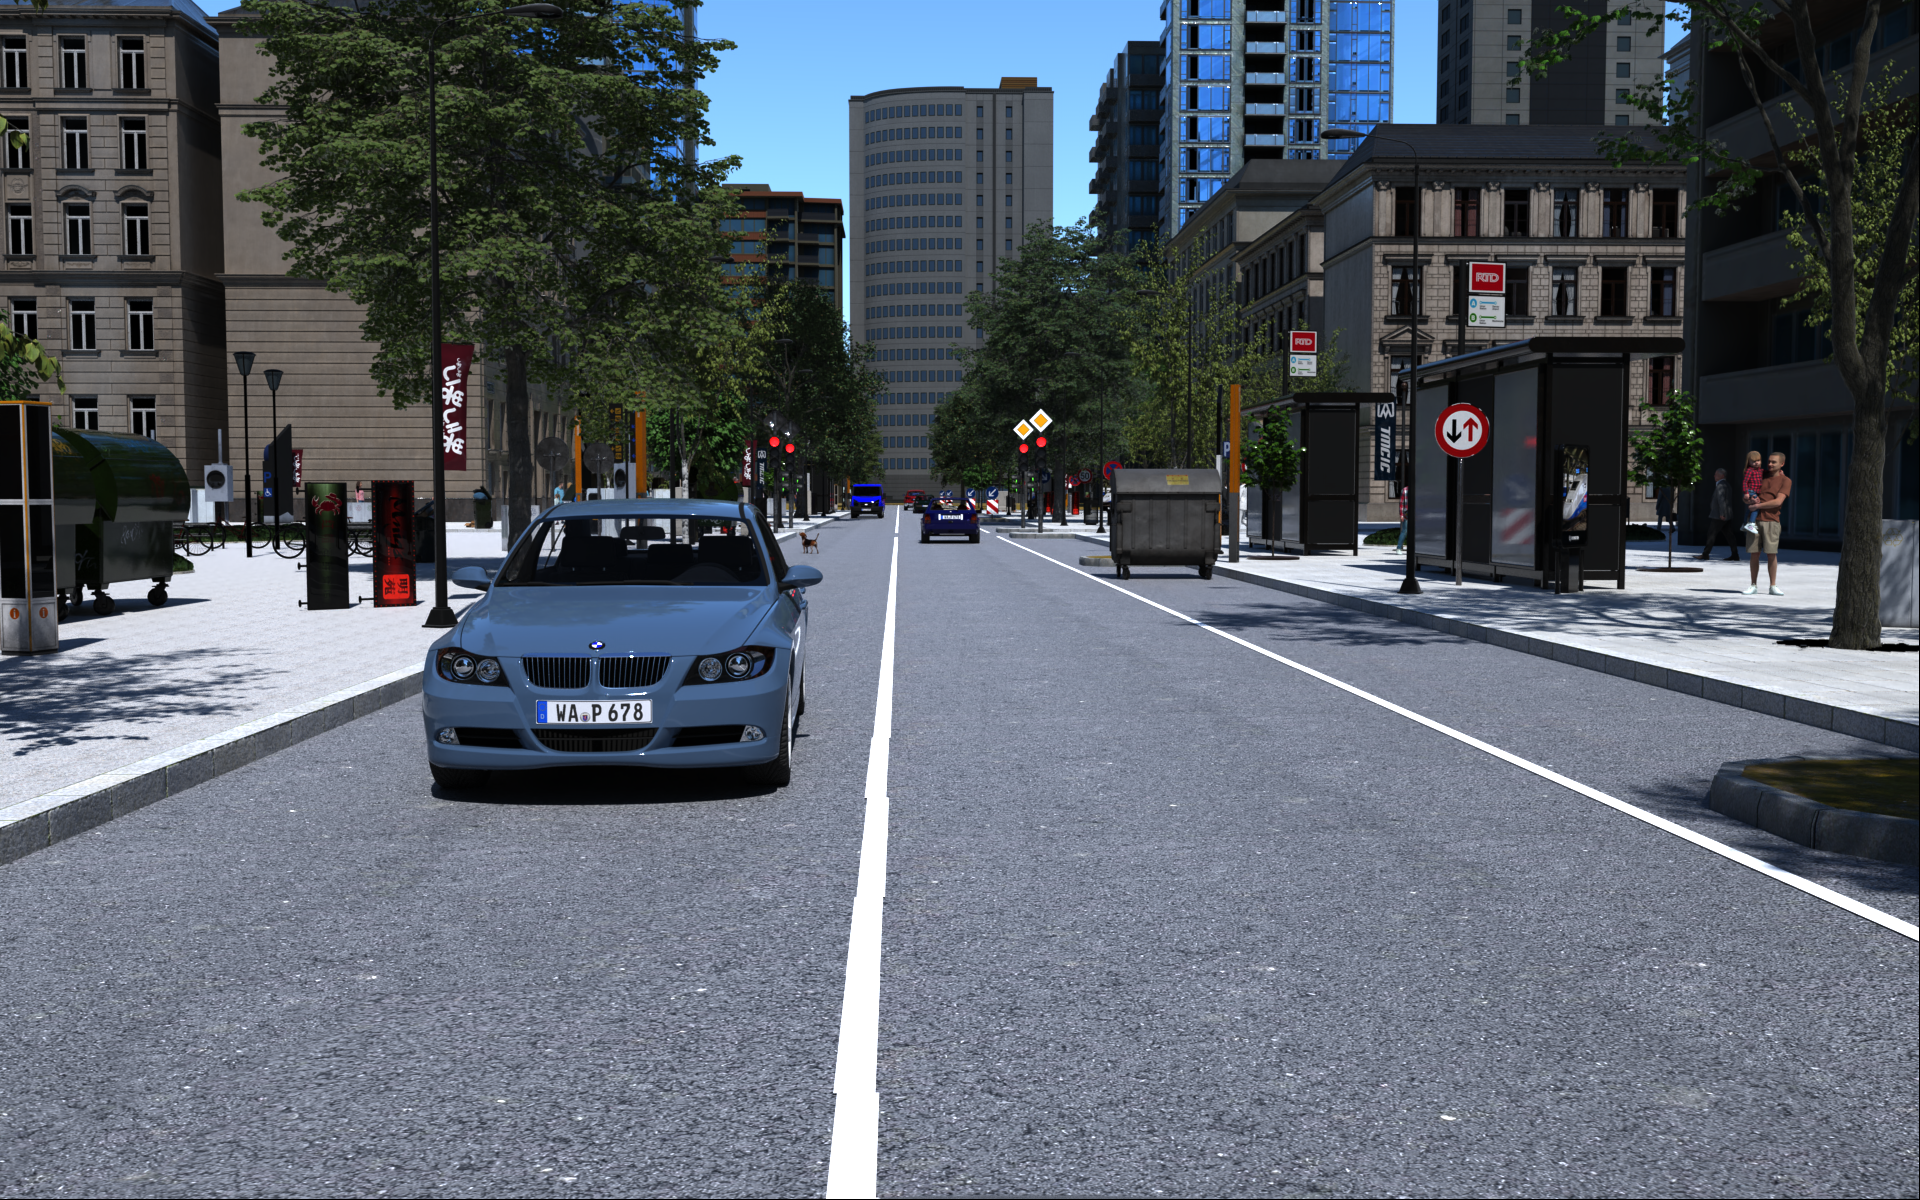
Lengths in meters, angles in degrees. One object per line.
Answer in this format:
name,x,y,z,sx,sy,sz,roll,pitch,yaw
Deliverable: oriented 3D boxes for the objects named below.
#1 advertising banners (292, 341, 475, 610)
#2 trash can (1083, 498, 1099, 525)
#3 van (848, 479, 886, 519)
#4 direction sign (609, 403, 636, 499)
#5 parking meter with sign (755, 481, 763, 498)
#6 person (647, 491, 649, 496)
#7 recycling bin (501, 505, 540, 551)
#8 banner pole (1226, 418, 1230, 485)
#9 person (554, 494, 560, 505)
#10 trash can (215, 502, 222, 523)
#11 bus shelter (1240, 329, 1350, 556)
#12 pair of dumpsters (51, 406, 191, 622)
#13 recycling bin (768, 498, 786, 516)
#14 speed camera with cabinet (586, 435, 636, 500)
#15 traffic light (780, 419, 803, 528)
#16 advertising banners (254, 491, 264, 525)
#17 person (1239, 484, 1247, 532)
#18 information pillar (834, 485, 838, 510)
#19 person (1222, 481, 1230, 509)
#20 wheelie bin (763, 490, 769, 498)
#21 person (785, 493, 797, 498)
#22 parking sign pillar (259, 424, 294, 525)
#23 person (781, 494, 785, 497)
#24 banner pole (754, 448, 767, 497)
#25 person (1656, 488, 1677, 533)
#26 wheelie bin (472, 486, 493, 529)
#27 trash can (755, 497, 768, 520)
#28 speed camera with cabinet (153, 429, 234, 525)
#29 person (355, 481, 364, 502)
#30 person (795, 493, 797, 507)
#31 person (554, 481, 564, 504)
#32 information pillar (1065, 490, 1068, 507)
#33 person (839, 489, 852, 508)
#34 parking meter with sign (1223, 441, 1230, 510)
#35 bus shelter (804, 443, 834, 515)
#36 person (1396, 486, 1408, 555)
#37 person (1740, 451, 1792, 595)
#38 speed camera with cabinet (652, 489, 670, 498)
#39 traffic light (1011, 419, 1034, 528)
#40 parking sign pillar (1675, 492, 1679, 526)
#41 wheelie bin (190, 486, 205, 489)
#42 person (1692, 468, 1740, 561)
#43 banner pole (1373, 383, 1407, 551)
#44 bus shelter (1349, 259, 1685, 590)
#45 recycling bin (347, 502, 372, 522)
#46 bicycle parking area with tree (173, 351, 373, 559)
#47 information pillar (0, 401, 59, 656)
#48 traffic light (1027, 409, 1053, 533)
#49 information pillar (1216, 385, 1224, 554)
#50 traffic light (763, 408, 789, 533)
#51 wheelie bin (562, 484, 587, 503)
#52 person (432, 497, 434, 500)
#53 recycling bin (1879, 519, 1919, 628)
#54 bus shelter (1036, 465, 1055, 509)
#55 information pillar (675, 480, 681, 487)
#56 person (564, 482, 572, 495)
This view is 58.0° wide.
advertising banners,-6.452,-1.432,19.600,2.074,3.025,0.090,-3,4,-39
trash can,5.421,-3.670,71.664,0.748,1.137,0.748,0,3,0
van,-5.510,-6.054,103.368,2.240,2.365,5.245,0,4,-1
direction sign,-8.317,-3.135,43.249,0.876,3.537,0.379,0,4,5
parking meter with sign,-11.557,-6.309,99.407,0.543,3.016,1.738,-1,4,-20
person,-25.067,-8.066,137.791,0.638,1.841,0.748,3,5,39
recycling bin,-9.911,-1.622,39.071,0.722,1.027,0.722,-2,4,-27
banner pole,8.903,-4.138,57.679,0.401,3.779,0.863,0,4,3
person,-16.846,-3.776,72.058,0.394,1.301,0.425,2,4,26
trash can,-24.064,-2.692,55.662,0.748,1.137,0.748,0,3,0
bus shelter,7.772,-3.812,39.960,2.179,5.291,8.768,0,4,-2
pair of dumpsters,-9.522,-0.933,17.748,1.574,2.255,4.437,0,4,-2
recycling bin,-10.863,-5.569,103.606,0.722,1.027,0.722,1,4,20
speed camera with cabinet,-9.928,-3.387,49.718,2.038,3.252,0.660,3,5,44
traffic light,-6.302,-4.631,64.637,0.839,4.253,0.868,0,4,-2
advertising banners,-26.533,-4.362,67.509,2.074,3.025,0.090,1,4,9
person,8.150,-2.673,49.628,0.818,1.842,0.514,0,4,6
information pillar,-9.825,-8.047,136.062,0.304,2.012,0.304,-3,5,-44
person,11.600,-4.255,75.389,0.755,1.850,0.659,1,4,10
wheelie bin,-12.676,-6.353,111.785,0.693,1.594,0.980,0,4,1
person,-14.879,-8.945,153.011,1.217,1.735,0.721,0,4,1
parking sign pillar,-26.017,-4.745,66.047,1.447,3.967,1.447,1,4,12
person,-16.510,-9.378,159.460,0.705,1.812,1.348,-3,4,-38
banner pole,-9.601,-5.665,82.635,0.863,3.779,0.401,-1,4,-12
person,23.134,-3.101,56.842,0.694,1.812,0.767,-1,4,-20
wheelie bin,-17.682,-3.436,64.089,0.693,1.594,0.980,-1,4,-23
trash can,-8.339,-3.698,72.122,0.748,1.137,0.748,0,3,0
speed camera with cabinet,-23.190,-3.560,52.534,2.038,3.252,0.660,0,4,-5
person,-24.456,-3.951,70.649,0.388,1.821,0.555,0,4,1
person,-15.677,-9.811,167.395,0.756,1.711,0.436,2,4,23
person,-17.294,-4.212,74.766,0.748,1.841,0.638,3,5,44
information pillar,6.458,-7.102,107.470,0.504,3.616,0.183,3,5,44
person,-10.294,-9.130,156.149,1.217,1.723,0.721,-1,4,-10
parking meter with sign,8.042,-3.689,56.569,1.738,3.016,0.543,-1,4,-23
bus shelter,-9.111,-8.133,110.614,2.179,5.291,8.768,0,4,-2
person,9.467,-1.802,36.342,0.563,1.720,0.643,-1,4,-10
person,10.206,-0.981,22.060,0.580,1.828,0.573,0,4,-4
speed camera with cabinet,-9.915,-3.754,55.715,2.038,3.252,0.660,-1,4,-18
traffic light,2.353,-4.650,64.954,0.839,4.253,0.868,0,4,-2
parking sign pillar,29.389,-4.934,69.145,1.447,3.967,1.447,3,5,42
wheelie bin,-29.331,-3.590,66.609,0.980,1.594,0.693,0,4,-3
person,14.606,-1.649,33.407,0.834,1.777,0.661,2,4,29
banner pole,9.753,-3.000,39.067,0.863,3.779,0.401,1,4,9
bus shelter,8.455,-3.043,27.382,2.179,5.291,8.768,0,4,-2
recycling bin,-18.082,-2.423,52.176,0.722,1.027,0.722,-3,5,-42
bicycle parking area with tree,-15.261,-3.087,37.480,9.016,4.147,8.231,0,4,-2
information pillar,-7.452,-0.570,13.816,0.304,2.012,0.304,1,4,15
traffic light,2.632,-4.162,56.974,0.839,4.253,0.868,0,4,-2
information pillar,5.527,-2.787,36.925,0.183,3.616,0.504,1,4,13
traffic light,-6.023,-4.143,56.657,0.839,4.253,0.868,0,4,-2
wheelie bin,-12.251,-2.893,55.213,0.693,1.594,0.980,-3,5,-42
person,-20.177,-3.707,66.856,0.606,1.804,0.583,2,4,29
recycling bin,9.300,-0.262,16.843,0.722,1.027,0.722,2,4,35
bus shelter,6.170,-7.974,124.303,2.014,3.302,5.546,0,4,-2
information pillar,-10.658,-3.708,65.112,0.304,2.012,0.304,-1,4,-16
person,-16.988,-4.332,77.084,1.509,1.804,0.699,1,4,15
